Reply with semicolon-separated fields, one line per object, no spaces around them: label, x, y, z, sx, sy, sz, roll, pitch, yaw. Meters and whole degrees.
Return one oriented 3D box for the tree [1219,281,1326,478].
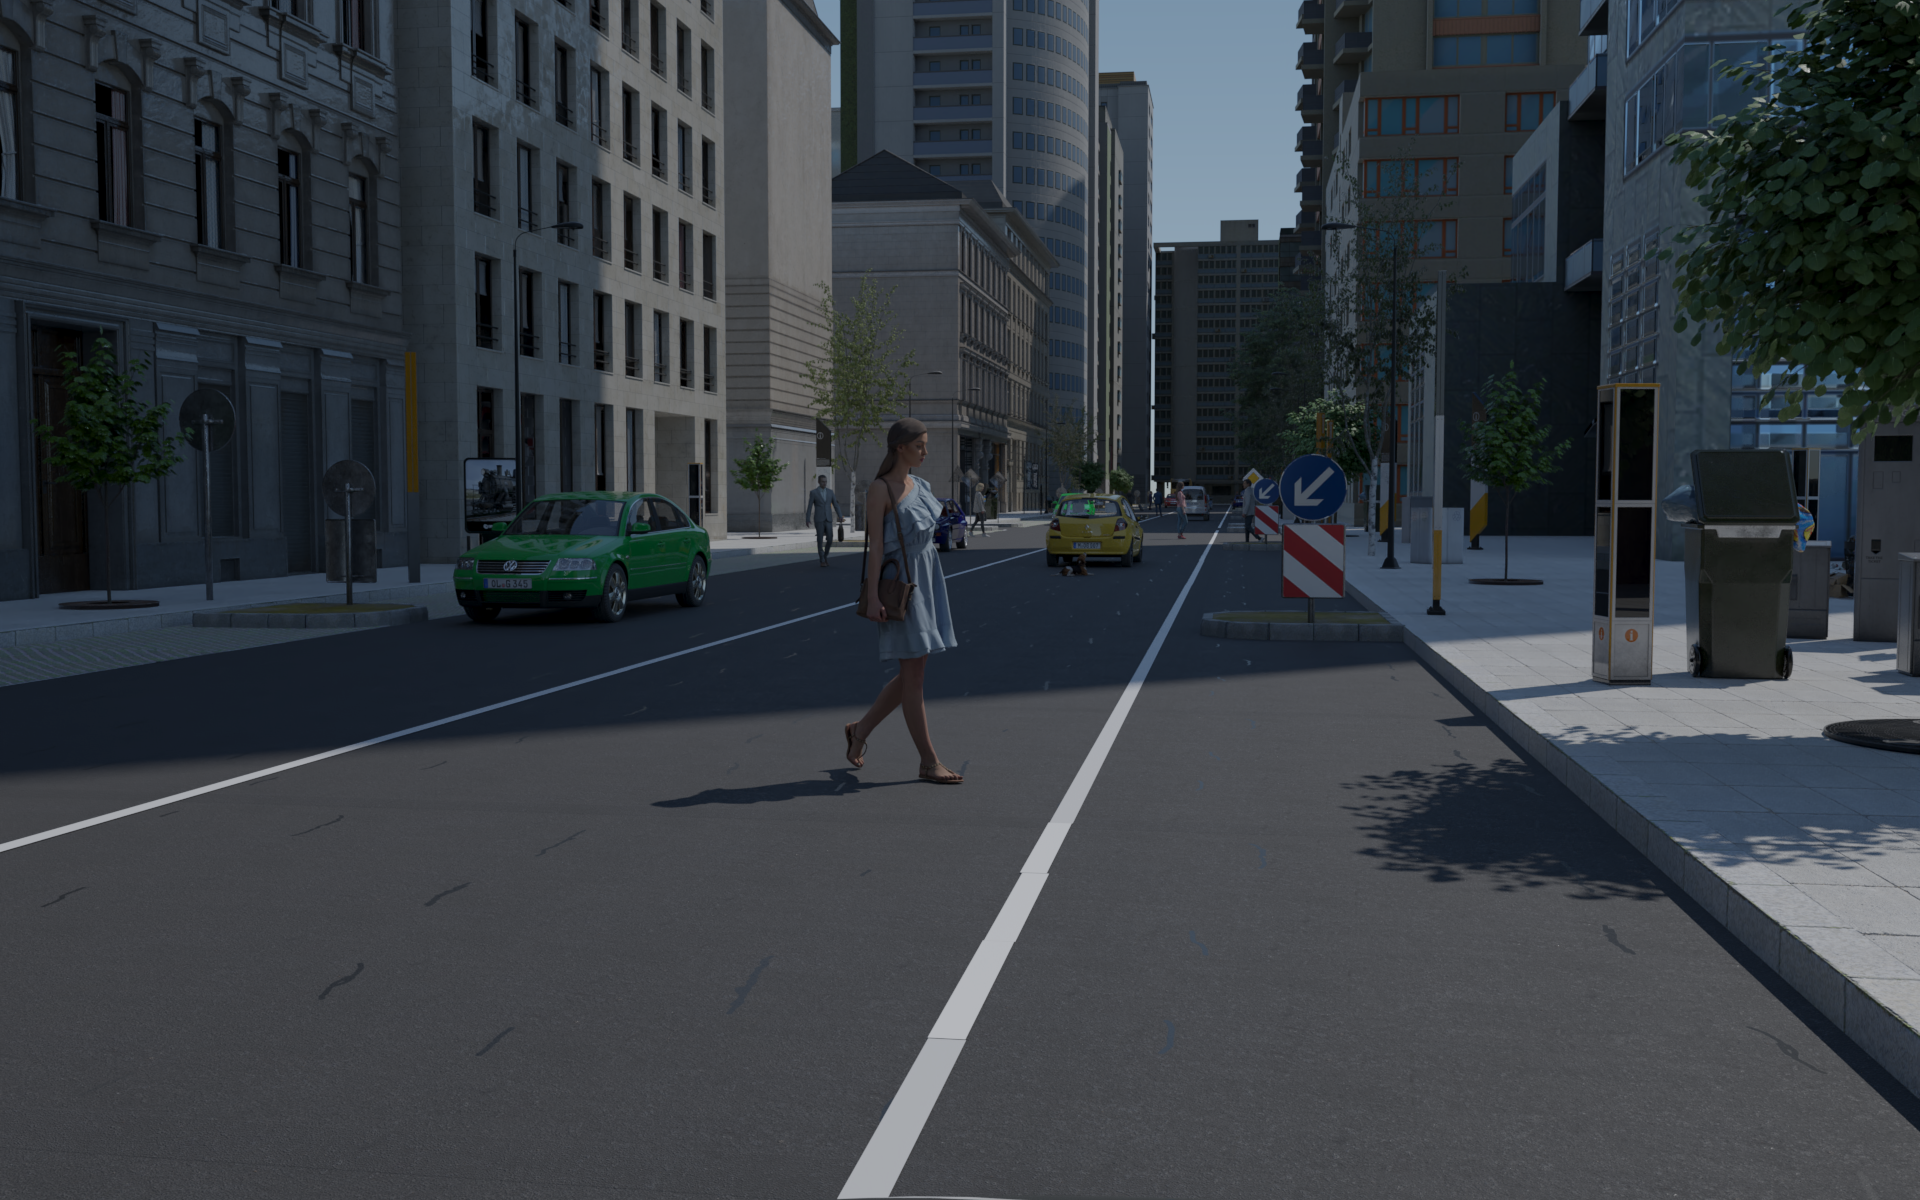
tree;20.605;-12.113;104.699;9.857;13.997;8.962;0;3;0

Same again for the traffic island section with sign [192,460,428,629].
traffic island section with sign;-7.080;-0.652;19.293;1.989;1.847;2.006;1;4;9

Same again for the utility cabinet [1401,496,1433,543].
utility cabinet;12.010;-2.098;45.462;1.020;1.237;0.306;-3;4;-39

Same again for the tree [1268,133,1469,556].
tree;8.617;-5.248;36.167;4.360;8.622;3.978;0;3;0

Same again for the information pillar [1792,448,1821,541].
information pillar;13.553;-1.425;27.790;0.304;2.012;0.304;-2;4;-26

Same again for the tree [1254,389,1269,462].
tree;15.945;-8.061;82.158;4.360;8.622;3.978;0;3;0

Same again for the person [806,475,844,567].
person;-2.669;-1.560;34.132;0.709;1.813;0.853;-2;4;-27

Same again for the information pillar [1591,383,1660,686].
information pillar;4.485;-0.440;11.685;0.304;2.012;0.304;0;4;-2

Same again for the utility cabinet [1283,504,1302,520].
utility cabinet;16.600;-4.595;86.284;1.020;1.237;0.306;3;5;40

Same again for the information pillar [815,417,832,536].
information pillar;-4.170;-3.764;52.894;0.504;3.616;0.183;1;4;19

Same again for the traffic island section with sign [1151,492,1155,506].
traffic island section with sign;22.375;-11.909;203.342;1.989;1.847;2.006;1;4;9

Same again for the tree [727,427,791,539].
tree;-5.815;-3.375;49.785;1.663;3.219;1.824;0;3;0

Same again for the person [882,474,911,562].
person;-1.014;-1.401;31.501;0.778;1.811;0.616;-1;4;-15

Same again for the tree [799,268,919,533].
tree;-3.495;-6.547;57.413;4.737;8.622;4.395;0;3;0

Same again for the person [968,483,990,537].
person;0.627;-3.008;57.867;0.728;1.800;0.709;0;4;-3

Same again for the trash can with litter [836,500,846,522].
trash can with litter;-5.655;-4.086;78.189;0.624;1.170;1.055;2;4;34

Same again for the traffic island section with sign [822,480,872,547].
traffic island section with sign;-2.621;-2.358;47.173;1.989;1.847;2.006;1;4;9

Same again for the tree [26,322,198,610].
tree;-9.705;-1.520;19.447;1.663;3.219;1.824;0;3;0

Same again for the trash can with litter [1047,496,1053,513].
trash can with litter;6.242;-6.627;119.735;0.624;1.170;1.055;-1;4;-16

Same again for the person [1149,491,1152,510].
person;17.131;-8.936;155.527;0.530;1.710;0.541;2;4;33

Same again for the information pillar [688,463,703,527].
information pillar;-6.232;-2.223;40.840;0.304;2.012;0.304;0;4;4

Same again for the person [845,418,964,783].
person;-0.323;-0.006;8.699;0.778;1.811;0.616;3;4;37

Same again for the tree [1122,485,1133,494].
tree;19.730;-12.848;204.670;1.663;3.219;1.824;0;3;0

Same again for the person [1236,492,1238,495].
person;35.161;-12.868;219.443;0.434;1.755;0.990;1;4;12

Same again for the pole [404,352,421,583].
pole;-7.905;-1.905;24.991;0.158;3.312;0.155;0;3;0

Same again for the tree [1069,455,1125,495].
tree;10.692;-9.885;145.332;4.285;4.588;4.351;0;3;0

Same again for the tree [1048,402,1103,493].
tree;9.206;-11.465;137.814;4.737;8.622;4.395;0;3;0

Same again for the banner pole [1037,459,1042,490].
banner pole;5.454;-8.068;121.932;0.863;3.779;0.401;0;4;6

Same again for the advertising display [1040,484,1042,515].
advertising display;5.066;-6.296;108.149;0.123;1.923;0.974;0;4;3

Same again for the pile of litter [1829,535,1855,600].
pile of litter;11.067;-0.477;21.764;1.176;0.858;1.719;3;5;40

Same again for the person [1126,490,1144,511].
person;14.617;-8.367;145.514;1.509;1.804;0.699;2;4;26

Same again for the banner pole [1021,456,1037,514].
banner pole;4.410;-7.580;113.943;0.863;3.779;0.401;-2;4;-33

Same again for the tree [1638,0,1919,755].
tree;5.265;-1.530;8.733;4.285;4.588;4.351;0;3;0

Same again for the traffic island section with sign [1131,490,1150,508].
traffic island section with sign;18.120;-10.281;176.723;1.989;1.847;2.006;1;4;9

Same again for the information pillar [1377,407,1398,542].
information pillar;11.391;-3.347;46.073;0.183;3.616;0.504;-3;4;-37

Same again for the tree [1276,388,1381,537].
tree;11.271;-4.196;52.322;4.285;4.588;4.351;0;3;0

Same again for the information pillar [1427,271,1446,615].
information pillar;5.102;-1.658;18.463;0.183;3.616;0.504;1;4;13

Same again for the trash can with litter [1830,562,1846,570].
trash can with litter;15.609;-1.152;29.889;2.233;1.210;1.678;-2;4;-32

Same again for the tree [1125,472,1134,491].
tree;18.148;-13.136;198.480;4.285;4.588;4.351;0;3;0

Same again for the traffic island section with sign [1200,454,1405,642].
traffic island section with sign;3.503;-0.567;17.897;1.989;1.847;2.006;1;4;9

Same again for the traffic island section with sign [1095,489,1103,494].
traffic island section with sign;10.302;-7.296;127.925;1.989;1.847;2.006;1;4;9

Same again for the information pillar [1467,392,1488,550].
information pillar;11.914;-2.960;39.750;0.183;3.616;0.504;-2;4;-26

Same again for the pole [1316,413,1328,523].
pole;9.041;-3.036;43.483;0.158;3.312;0.155;0;3;0

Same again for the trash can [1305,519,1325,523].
trash can;11.279;-2.652;55.018;0.748;1.137;0.748;0;3;0

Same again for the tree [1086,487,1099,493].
tree;12.158;-10.012;158.294;1.663;3.219;1.824;0;3;0

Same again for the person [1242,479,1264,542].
person;7.876;-2.346;46.708;0.795;1.843;0.661;2;4;29

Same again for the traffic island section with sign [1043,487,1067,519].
traffic island section with sign;5.918;-5.620;100.515;1.989;1.847;2.006;1;4;9

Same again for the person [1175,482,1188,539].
person;7.038;-2.844;55.003;0.388;1.821;0.555;-1;4;-16

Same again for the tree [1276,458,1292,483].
tree;17.756;-5.992;92.574;1.663;3.219;1.824;0;3;0

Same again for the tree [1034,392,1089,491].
tree;7.377;-10.636;124.268;4.360;8.622;3.978;0;3;0

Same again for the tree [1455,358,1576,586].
tree;7.950;-1.842;24.717;1.663;3.219;1.824;0;3;0

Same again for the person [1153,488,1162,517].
person;12.656;-6.236;110.633;0.721;1.800;0.419;0;4;-2

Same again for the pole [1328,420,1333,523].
pole;10.229;-3.309;47.951;0.158;3.312;0.155;0;3;0
